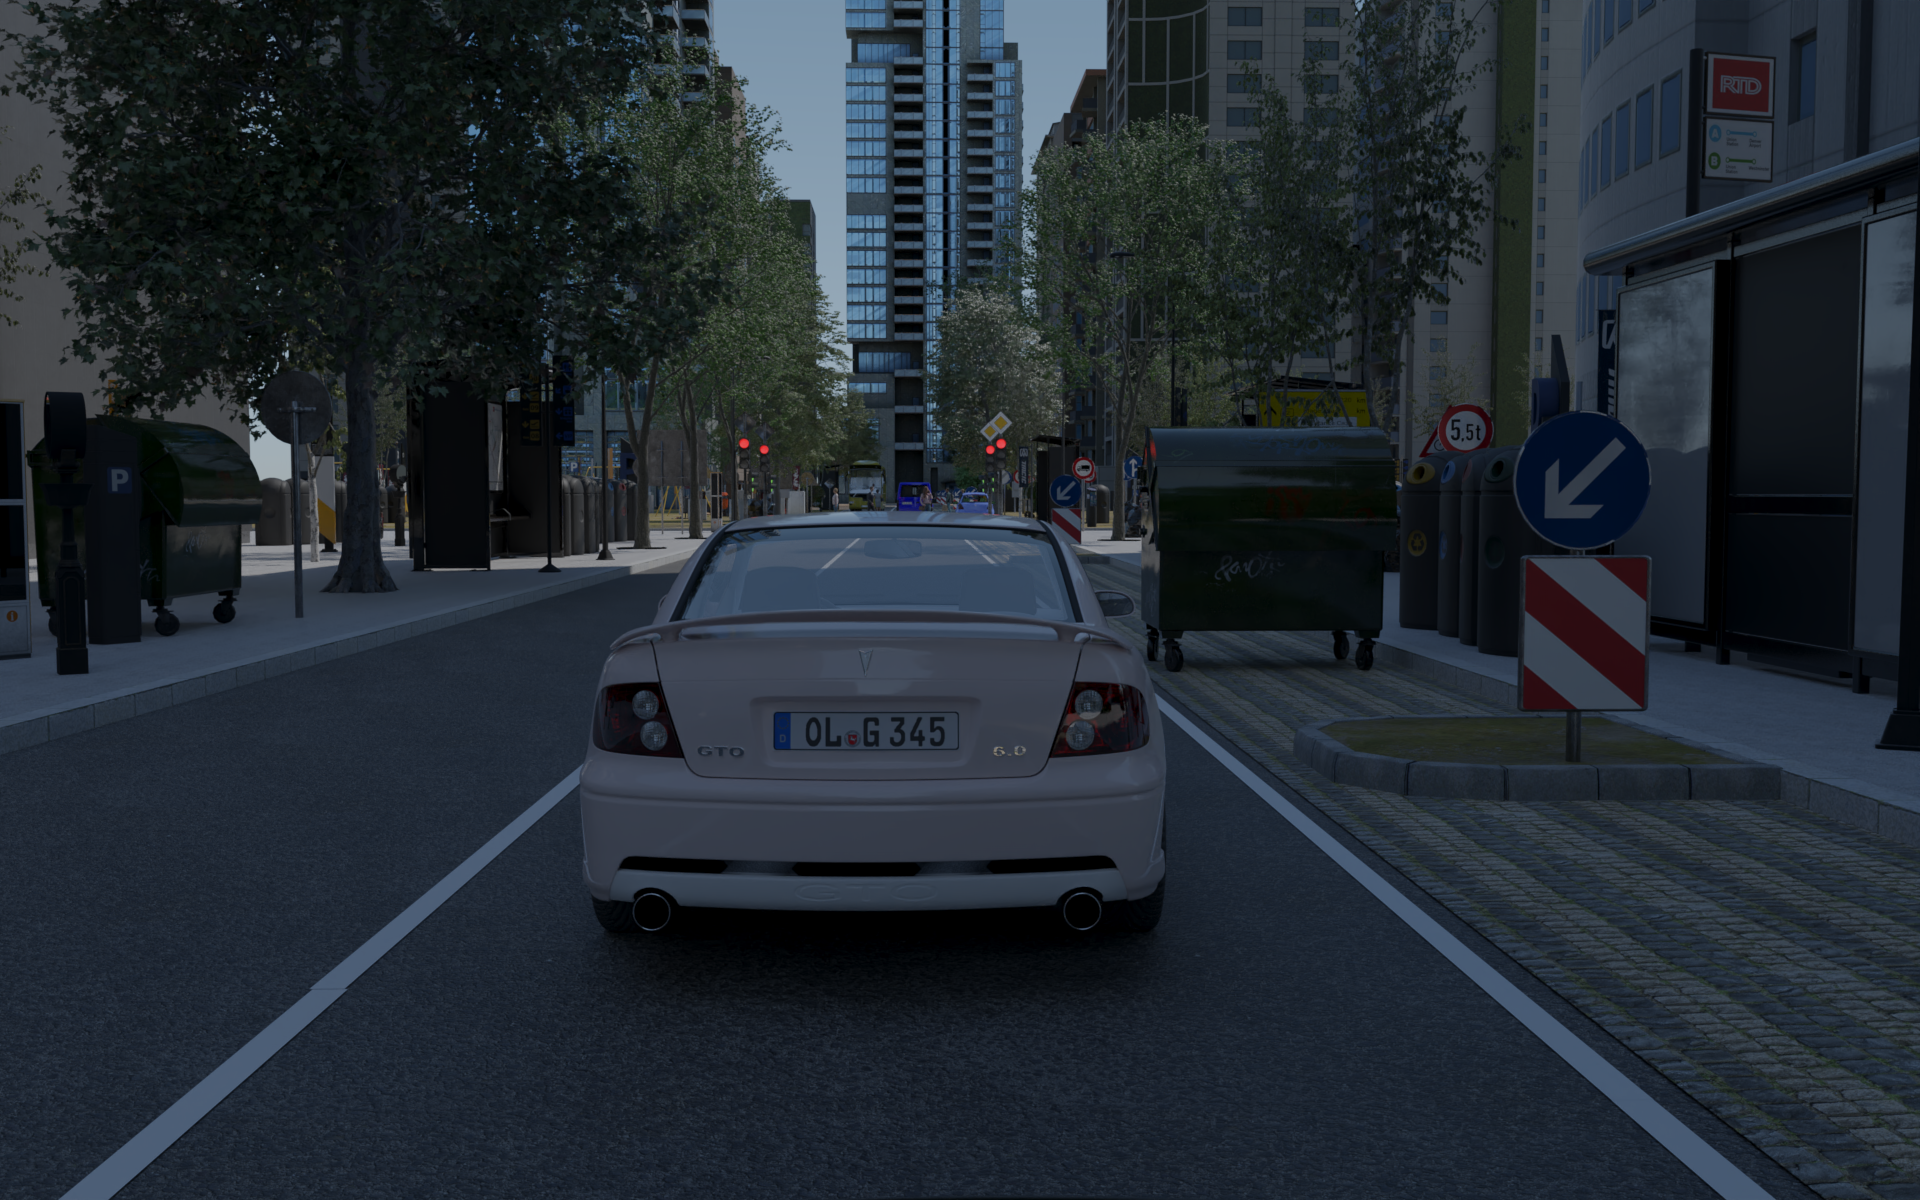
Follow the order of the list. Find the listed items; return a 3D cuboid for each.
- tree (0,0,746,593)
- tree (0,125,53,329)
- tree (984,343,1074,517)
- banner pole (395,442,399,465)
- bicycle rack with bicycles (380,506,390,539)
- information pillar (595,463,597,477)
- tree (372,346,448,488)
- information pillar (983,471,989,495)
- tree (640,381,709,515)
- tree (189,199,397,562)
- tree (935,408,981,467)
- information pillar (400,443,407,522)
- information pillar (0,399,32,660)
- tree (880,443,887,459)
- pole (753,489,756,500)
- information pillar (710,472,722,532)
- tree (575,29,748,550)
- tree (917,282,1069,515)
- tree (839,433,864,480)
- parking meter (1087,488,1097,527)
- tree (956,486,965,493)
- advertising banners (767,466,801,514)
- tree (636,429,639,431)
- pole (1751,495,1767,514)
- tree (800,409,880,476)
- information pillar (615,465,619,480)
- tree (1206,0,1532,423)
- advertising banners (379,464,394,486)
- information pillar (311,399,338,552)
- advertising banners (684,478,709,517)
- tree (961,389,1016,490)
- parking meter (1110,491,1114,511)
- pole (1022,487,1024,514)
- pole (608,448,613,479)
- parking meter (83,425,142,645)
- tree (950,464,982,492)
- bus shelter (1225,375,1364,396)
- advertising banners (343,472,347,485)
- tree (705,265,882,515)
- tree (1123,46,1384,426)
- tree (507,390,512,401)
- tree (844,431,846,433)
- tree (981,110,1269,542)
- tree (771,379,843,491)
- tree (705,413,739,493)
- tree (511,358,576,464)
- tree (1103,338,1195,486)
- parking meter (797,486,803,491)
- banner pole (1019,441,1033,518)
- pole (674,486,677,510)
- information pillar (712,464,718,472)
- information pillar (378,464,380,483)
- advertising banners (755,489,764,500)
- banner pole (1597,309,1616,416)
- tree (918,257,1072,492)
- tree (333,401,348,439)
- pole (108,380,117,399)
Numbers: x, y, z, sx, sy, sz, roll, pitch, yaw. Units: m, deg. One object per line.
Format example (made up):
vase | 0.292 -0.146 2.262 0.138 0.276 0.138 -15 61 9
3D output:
tree | -7.891 -6.460 22.634 9.611 12.733 9.660 0 3 0
tree | -15.202 -4.534 24.493 4.360 8.622 3.978 0 3 0
tree | 3.178 -8.230 84.929 4.360 8.622 3.978 0 3 0
banner pole | -27.005 -5.701 83.231 0.401 3.779 0.863 -1 4 -9
bicycle rack with bicycles | -17.706 -2.251 50.185 2.852 0.926 2.925 -1 4 -10
information pillar | -27.115 -8.421 129.039 0.183 3.616 0.504 0 4 -1
tree | -21.284 -7.267 69.172 4.360 8.622 3.978 0 3 0
information pillar | 1.974 -8.390 128.527 0.504 3.616 0.183 -1 4 -21
tree | -17.558 -9.650 108.136 4.360 8.622 3.978 0 3 0
tree | -12.246 -5.006 32.213 4.737 8.622 4.395 0 3 0
tree | 1.170 -14.949 178.822 8.767 10.594 7.601 2 4 35
information pillar | -25.500 -5.382 79.356 0.183 3.616 0.504 0 4 -2
information pillar | -7.466 -0.548 13.450 0.304 2.012 0.304 2 4 31
tree | -12.832 -16.557 205.115 8.767 10.594 7.601 0 4 -1
pole | -13.008 -7.084 109.662 0.158 3.312 0.155 0 3 0
information pillar | -8.175 -3.280 58.120 0.304 2.012 0.304 1 4 16
tree | -7.455 -6.979 39.870 9.928 11.665 9.643 0 3 0
tree | 2.206 -12.046 103.604 9.857 13.997 8.962 0 3 0
tree | -12.062 -15.166 198.318 4.360 8.622 3.978 0 3 0
parking meter | 5.110 -3.591 67.127 0.372 1.533 0.369 0 3 0
tree | 0.532 -11.993 190.691 1.663 3.219 1.824 0 3 0
advertising banners | -10.869 -6.783 107.094 2.074 3.025 0.090 0 4 6
tree | -22.252 -10.974 129.790 4.360 8.622 3.978 0 3 0
pole | 11.759 -1.934 25.456 0.158 3.312 0.155 0 3 0
tree | -12.509 -14.544 172.208 7.601 10.594 8.767 0 4 4
information pillar | -27.159 -8.915 137.114 0.183 3.616 0.504 -2 4 -33
tree | 5.151 -4.349 21.463 4.360 8.622 3.978 0 3 0
advertising banners | -33.868 -6.508 102.596 0.090 3.025 2.074 1 4 11
information pillar | -14.023 -2.863 38.161 0.504 3.616 0.183 -1 4 -9
advertising banners | -13.735 -5.858 91.974 2.074 3.025 0.090 0 4 -3
tree | 2.675 -10.057 114.801 4.737 8.622 4.395 0 3 0
parking meter | 11.444 -7.426 129.819 0.372 1.533 0.369 0 3 0
pole | 4.089 -7.177 111.183 0.158 3.312 0.155 0 3 0
pole | -15.537 -5.086 77.001 0.158 3.312 0.155 0 3 0
parking meter | -7.276 -0.561 14.887 0.255 1.863 0.399 2 4 30
tree | 0.787 -10.520 155.721 4.285 4.588 4.351 0 3 0
bus shelter | 7.121 -2.820 37.383 1.731 3.624 6.357 0 4 -1
advertising banners | -49.859 -8.702 138.471 2.074 3.025 0.090 -1 4 -22
tree | -8.633 -10.087 83.041 7.486 12.596 7.792 0 3 0
tree | 5.112 -4.807 28.950 4.737 8.622 4.395 0 3 0
tree | -26.738 -8.976 97.117 4.360 8.622 3.978 0 3 0
tree | -10.549 -11.010 130.372 4.737 8.622 4.395 0 3 0
tree | 4.500 -7.413 46.961 9.928 11.665 9.643 0 3 0
tree | -10.137 -9.831 111.094 4.737 8.622 4.395 0 3 0
tree | -18.837 -11.440 137.403 4.737 8.622 4.395 0 3 0
tree | -21.656 -8.446 88.448 4.737 8.622 4.395 0 3 0
tree | 8.863 -7.973 80.726 4.360 8.622 3.978 0 3 0
parking meter | -11.160 -7.026 120.592 0.399 1.863 0.255 2 4 35
banner pole | 3.087 -5.486 79.707 0.863 3.779 0.401 -1 4 -17
pole | -23.000 -8.940 140.014 0.158 3.312 0.155 0 3 0
information pillar | -18.831 -8.672 133.139 0.504 3.616 0.183 3 4 38
information pillar | -45.252 -8.785 134.982 0.183 3.616 0.504 -2 4 -23
advertising banners | -14.656 -8.122 128.974 2.074 3.025 0.090 0 4 8
banner pole | 7.999 -1.876 20.694 0.863 3.779 0.401 0 4 3
tree | 2.816 -17.173 136.671 12.611 20.169 13.585 0 3 0
tree | -30.212 -8.547 90.113 4.360 8.622 3.978 0 3 0
pole | -15.116 -2.273 31.001 0.158 3.312 0.155 0 3 0
